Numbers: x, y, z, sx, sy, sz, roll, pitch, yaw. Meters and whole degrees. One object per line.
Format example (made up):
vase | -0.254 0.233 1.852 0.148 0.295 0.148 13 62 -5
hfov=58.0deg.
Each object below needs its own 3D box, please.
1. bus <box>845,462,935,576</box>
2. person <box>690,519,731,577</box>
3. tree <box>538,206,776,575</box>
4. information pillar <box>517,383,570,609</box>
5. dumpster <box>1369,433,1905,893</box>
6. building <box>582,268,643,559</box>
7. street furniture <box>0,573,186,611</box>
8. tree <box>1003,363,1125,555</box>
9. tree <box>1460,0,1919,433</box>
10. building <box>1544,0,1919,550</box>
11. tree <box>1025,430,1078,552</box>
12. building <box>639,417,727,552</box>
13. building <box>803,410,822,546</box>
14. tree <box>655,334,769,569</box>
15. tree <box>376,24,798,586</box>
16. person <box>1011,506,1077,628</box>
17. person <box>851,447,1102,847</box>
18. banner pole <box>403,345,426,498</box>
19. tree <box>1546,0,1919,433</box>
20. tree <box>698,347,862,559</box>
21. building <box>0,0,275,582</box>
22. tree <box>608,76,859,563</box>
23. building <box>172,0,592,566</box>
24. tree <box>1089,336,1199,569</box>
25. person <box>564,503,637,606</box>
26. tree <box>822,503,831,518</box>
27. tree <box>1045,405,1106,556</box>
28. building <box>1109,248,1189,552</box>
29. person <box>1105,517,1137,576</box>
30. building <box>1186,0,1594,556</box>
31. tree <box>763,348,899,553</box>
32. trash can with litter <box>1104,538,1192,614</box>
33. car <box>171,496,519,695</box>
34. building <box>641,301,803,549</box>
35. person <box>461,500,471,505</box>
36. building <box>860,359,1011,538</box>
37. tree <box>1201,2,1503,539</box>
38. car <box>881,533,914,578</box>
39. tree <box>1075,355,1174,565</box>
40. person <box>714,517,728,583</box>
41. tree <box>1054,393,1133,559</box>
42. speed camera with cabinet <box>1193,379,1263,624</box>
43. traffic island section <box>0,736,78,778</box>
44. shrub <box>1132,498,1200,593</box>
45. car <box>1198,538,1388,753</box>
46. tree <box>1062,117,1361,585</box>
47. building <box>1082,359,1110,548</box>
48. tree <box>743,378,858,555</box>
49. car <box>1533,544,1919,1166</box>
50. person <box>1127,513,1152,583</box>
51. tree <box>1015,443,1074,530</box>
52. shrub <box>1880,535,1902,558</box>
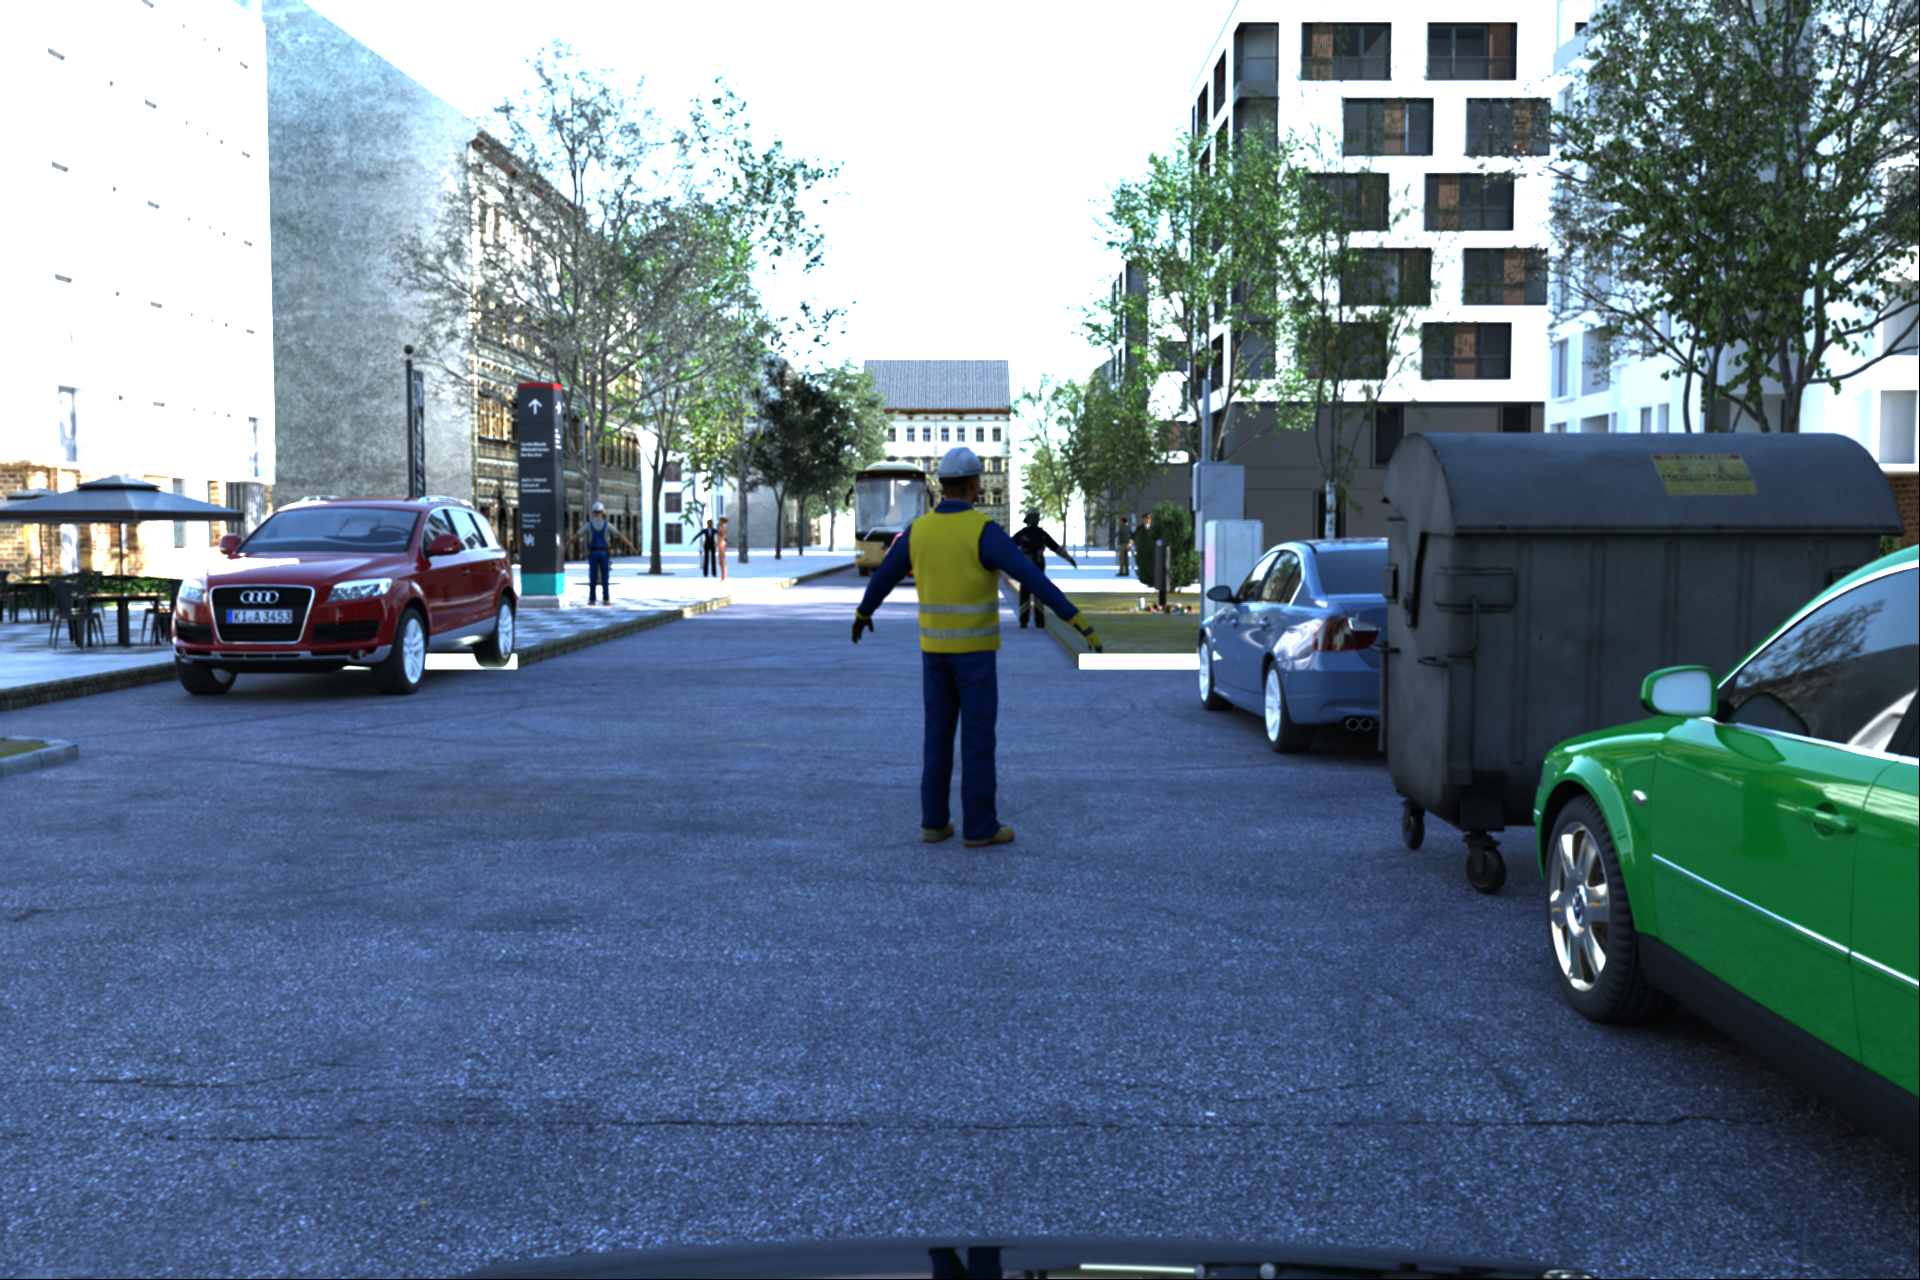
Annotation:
bus | -2.274 -4.361 62.850 2.896 3.916 12.252 0 4 0
person | -7.441 -2.742 51.555 1.216 1.740 0.721 -1 4 -13
tree | -9.451 -7.867 54.374 9.928 11.665 9.643 0 3 0
information pillar | -7.244 -2.484 29.990 0.750 3.857 0.750 0 4 0
dumpster | 2.785 0.052 7.373 1.865 1.857 1.264 0 4 -1
building | -28.074 -15.994 92.430 19.493 23.208 18.063 0 4 0
street furniture | -16.108 -1.036 32.570 10.072 0.657 5.734 3 5 44
tree | 6.375 -11.049 106.406 9.928 11.665 9.643 0 3 0
tree | 13.546 -7.207 28.203 12.009 13.543 11.850 0 3 0
building | 25.387 -12.341 58.201 16.016 20.090 11.380 0 4 0
tree | 6.199 -10.477 121.667 4.737 8.622 4.395 0 3 0
building | -23.171 -11.997 138.293 9.099 9.664 28.070 0 4 -1
building | -25.195 -21.935 189.558 19.493 23.208 18.063 0 4 0
tree | -9.358 -6.918 63.466 4.737 8.622 4.395 0 3 0
tree | -9.232 -8.108 42.940 12.009 13.543 11.850 0 3 0
person | 1.114 -1.119 26.527 1.354 1.856 0.705 -1 4 -11
person | 0.015 0.023 8.044 1.349 1.833 0.705 2 4 31
banner pole | -7.286 -2.031 23.220 0.401 3.779 0.863 0 4 0
tree | 8.906 -4.258 19.989 4.737 8.622 4.395 0 3 0
tree | -9.201 -9.328 86.918 8.767 10.594 7.601 0 4 -4
building | -27.728 -11.471 43.969 16.016 20.090 11.380 0 4 0
tree | -10.477 -13.385 74.735 12.611 20.169 13.585 0 3 0
building | -27.364 -14.849 73.709 19.493 23.208 18.063 0 4 1
tree | 6.551 -6.931 63.681 4.737 8.622 4.395 0 3 0
person | -6.498 -1.548 31.159 1.347 1.847 0.705 -1 4 -11
tree | -18.195 -17.055 213.254 7.601 10.594 8.767 0 4 -6
tree | 6.517 -9.108 99.281 4.360 8.622 3.978 0 3 0
building | 25.839 -18.129 140.389 27.936 21.610 32.646 0 3 0
person | 4.968 -2.841 52.725 1.348 1.796 0.705 -3 5 -40
building | 24.533 -14.605 82.764 27.936 21.610 32.646 0 3 0
tree | -8.854 -13.080 120.515 9.857 13.997 8.962 0 3 0
trash can with litter | 3.288 -1.074 28.620 1.678 1.210 2.233 0 3 0
car | -5.887 -0.518 17.139 2.281 1.827 5.304 0 3 0
building | -24.760 -20.186 160.969 19.493 23.208 18.063 0 4 0
person | -8.409 -1.446 29.407 0.705 1.858 1.354 -1 4 -9
building | -2.945 -23.390 215.817 18.063 23.208 19.493 0 4 0
tree | 5.137 -4.565 24.999 4.360 8.622 3.978 0 3 0
car | -1.174 -2.446 49.036 2.155 1.783 4.494 0 4 0
tree | 6.576 -7.391 71.208 4.737 8.622 4.395 0 3 0
person | -6.348 -2.377 45.666 0.721 1.733 1.217 -1 4 -14
tree | 6.651 -8.493 89.216 4.737 8.622 4.395 0 3 0
speed camera with cabinet | 3.333 -1.665 21.553 0.660 3.252 2.038 0 4 0
traffic island section | -6.626 0.751 10.582 1.991 0.108 1.994 0 3 0
shrub | 4.555 -2.071 37.896 1.661 2.075 1.752 0 3 0
car | 2.881 -0.039 12.638 2.014 1.417 4.499 0 4 -1
tree | 6.322 -7.238 44.105 9.928 11.665 9.643 0 3 0
building | 22.037 -20.697 169.316 19.493 23.208 18.063 0 4 0
tree | -9.793 -10.398 104.415 8.767 10.594 7.601 1 4 20
car | 2.685 0.311 3.713 1.959 1.807 4.718 0 4 0
person | 4.896 -2.413 45.382 1.347 1.837 0.705 -2 4 -29
tree | 10.620 -18.098 214.024 7.486 12.596 7.792 0 3 0
shrub | 19.476 -2.020 37.442 1.690 2.028 1.600 0 3 0
